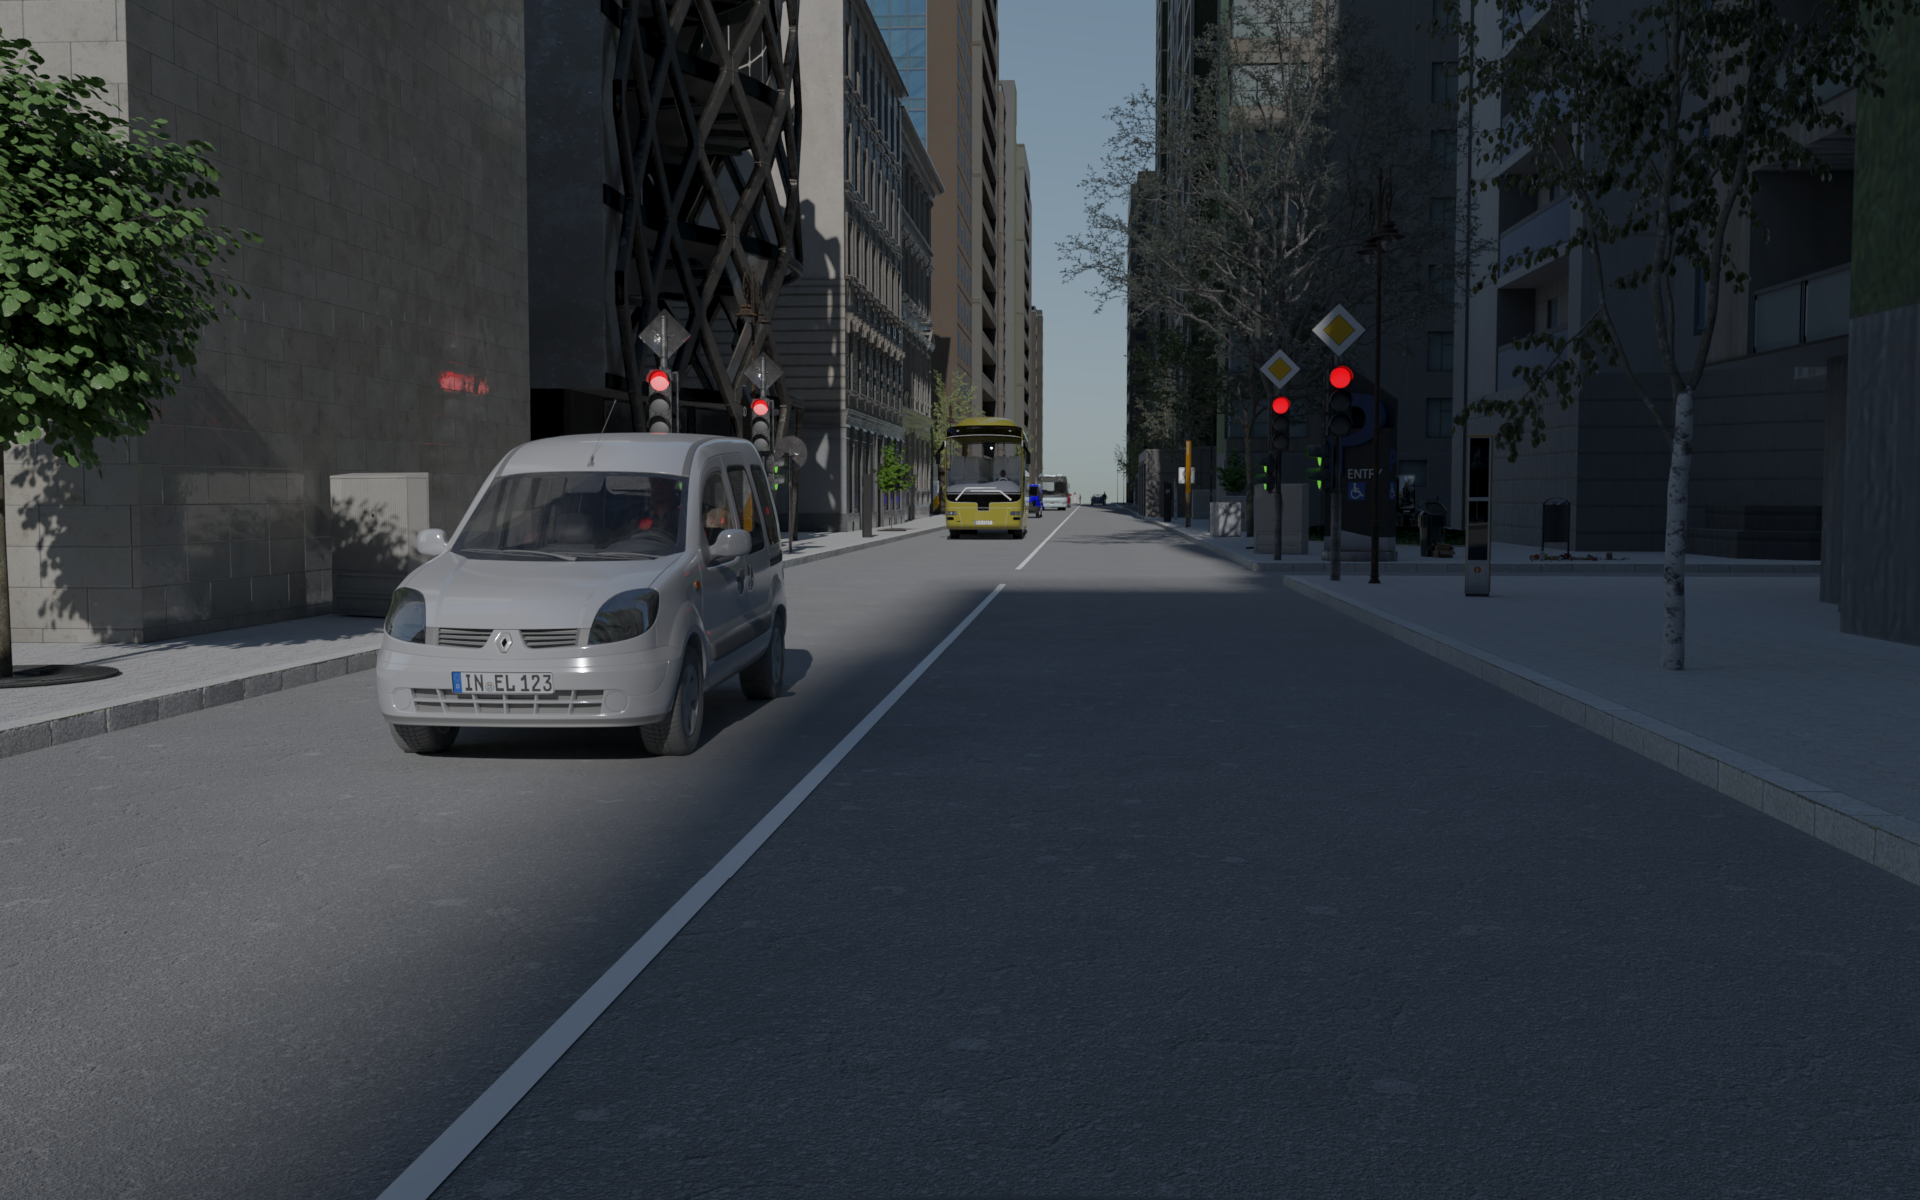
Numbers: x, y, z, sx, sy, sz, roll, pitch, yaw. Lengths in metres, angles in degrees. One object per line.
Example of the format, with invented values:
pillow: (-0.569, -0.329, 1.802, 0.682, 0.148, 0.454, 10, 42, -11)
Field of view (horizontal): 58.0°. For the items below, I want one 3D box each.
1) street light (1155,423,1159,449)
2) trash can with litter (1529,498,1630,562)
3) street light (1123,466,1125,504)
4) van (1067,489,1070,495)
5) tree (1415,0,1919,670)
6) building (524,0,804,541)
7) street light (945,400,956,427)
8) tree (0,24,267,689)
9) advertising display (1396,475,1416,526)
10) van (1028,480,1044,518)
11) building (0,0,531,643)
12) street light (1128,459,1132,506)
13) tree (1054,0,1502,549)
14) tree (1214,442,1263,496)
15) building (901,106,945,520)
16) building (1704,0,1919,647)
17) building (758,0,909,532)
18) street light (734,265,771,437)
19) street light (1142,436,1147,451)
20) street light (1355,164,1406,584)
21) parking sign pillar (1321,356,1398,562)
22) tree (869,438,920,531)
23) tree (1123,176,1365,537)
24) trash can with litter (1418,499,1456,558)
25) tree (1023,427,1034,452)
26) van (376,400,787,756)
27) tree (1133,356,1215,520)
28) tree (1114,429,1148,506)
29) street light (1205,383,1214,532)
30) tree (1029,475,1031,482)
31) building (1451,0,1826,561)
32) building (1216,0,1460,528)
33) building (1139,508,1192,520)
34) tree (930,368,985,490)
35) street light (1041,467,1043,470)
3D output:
street light: (12.295, -8.278, 108.127, 0.468, 5.910, 1.993, 0, 4, 4)
trash can with litter: (11.998, -1.380, 33.623, 2.233, 1.210, 1.678, 0, 4, -1)
street light: (20.517, -14.929, 216.883, 0.468, 5.910, 1.993, 0, 4, 4)
van: (12.231, -12.473, 208.321, 2.240, 2.365, 5.245, 0, 4, 6)
tree: (5.278, -3.810, 12.648, 4.360, 8.622, 3.978, 0, 3, 0)
building: (-12.676, -10.796, 43.960, 16.820, 18.784, 16.811, 0, 4, 4)
street light: (-0.460, -6.889, 85.424, 0.468, 5.910, 1.993, 0, 4, 4)
tree: (-6.555, -1.725, 11.918, 4.285, 4.588, 4.351, 0, 3, 0)
advertising display: (14.772, -3.194, 57.434, 0.974, 1.923, 0.123, -3, 5, -42)
van: (3.970, -6.113, 104.335, 2.240, 2.365, 5.245, 0, 4, 5)
building: (-14.995, -10.110, 20.047, 16.860, 20.320, 10.420, 0, 4, 4)
street light: (18.070, -12.942, 184.394, 0.468, 5.910, 1.993, 0, 4, 4)
tree: (7.316, -7.924, 39.921, 12.009, 13.543, 11.850, 0, 3, 0)
tree: (10.144, -4.263, 64.298, 1.663, 3.219, 1.824, 0, 3, 0)
building: (-7.381, -15.312, 86.506, 11.583, 22.565, 21.152, 0, 4, 4)
building: (15.296, -20.330, 15.987, 14.154, 41.232, 14.086, 0, 4, 4)
building: (-7.761, -13.304, 66.677, 9.793, 20.994, 18.267, 0, 4, 4)
street light: (-4.188, -3.814, 35.143, 0.468, 5.910, 1.993, 0, 4, 4)
street light: (14.315, -9.880, 134.324, 0.468, 5.910, 1.993, 0, 4, 4)
street light: (5.955, -3.175, 24.699, 0.468, 5.910, 1.993, 0, 4, 4)
parking sign pillar: (7.720, -2.745, 33.357, 1.447, 3.967, 1.447, 2, 4, 35)
tree: (-2.363, -3.979, 59.651, 1.663, 3.219, 1.824, 0, 3, 0)
tree: (8.356, -7.154, 51.381, 7.601, 10.594, 8.767, -1, 4, -14)
trash can with litter: (9.753, -1.457, 35.203, 0.624, 1.170, 1.055, -1, 4, -12)
tree: (5.956, -14.424, 186.198, 4.737, 8.622, 4.395, 0, 3, 0)
van: (-2.185, -0.234, 10.838, 2.013, 2.044, 4.112, 0, 4, 4)
tree: (10.684, -8.274, 85.641, 4.360, 8.622, 3.978, 0, 3, 0)
tree: (19.274, -14.877, 193.605, 4.737, 8.622, 4.395, 0, 3, 0)
street light: (8.422, -5.211, 57.993, 0.468, 5.910, 1.993, 0, 4, 4)
tree: (5.700, -11.891, 178.135, 4.285, 4.588, 4.351, 0, 3, 0)
building: (28.034, -30.476, 40.288, 28.212, 58.520, 21.231, 0, 4, 4)
building: (17.775, -23.752, 71.945, 14.154, 41.232, 14.086, 0, 4, 4)
building: (20.672, -40.241, 96.185, 20.563, 71.187, 20.611, 0, 4, 4)
tree: (-0.649, -9.153, 100.021, 4.737, 8.622, 4.395, 0, 3, 0)
street light: (11.561, -16.590, 244.039, 0.468, 5.910, 1.993, 0, 4, 4)
